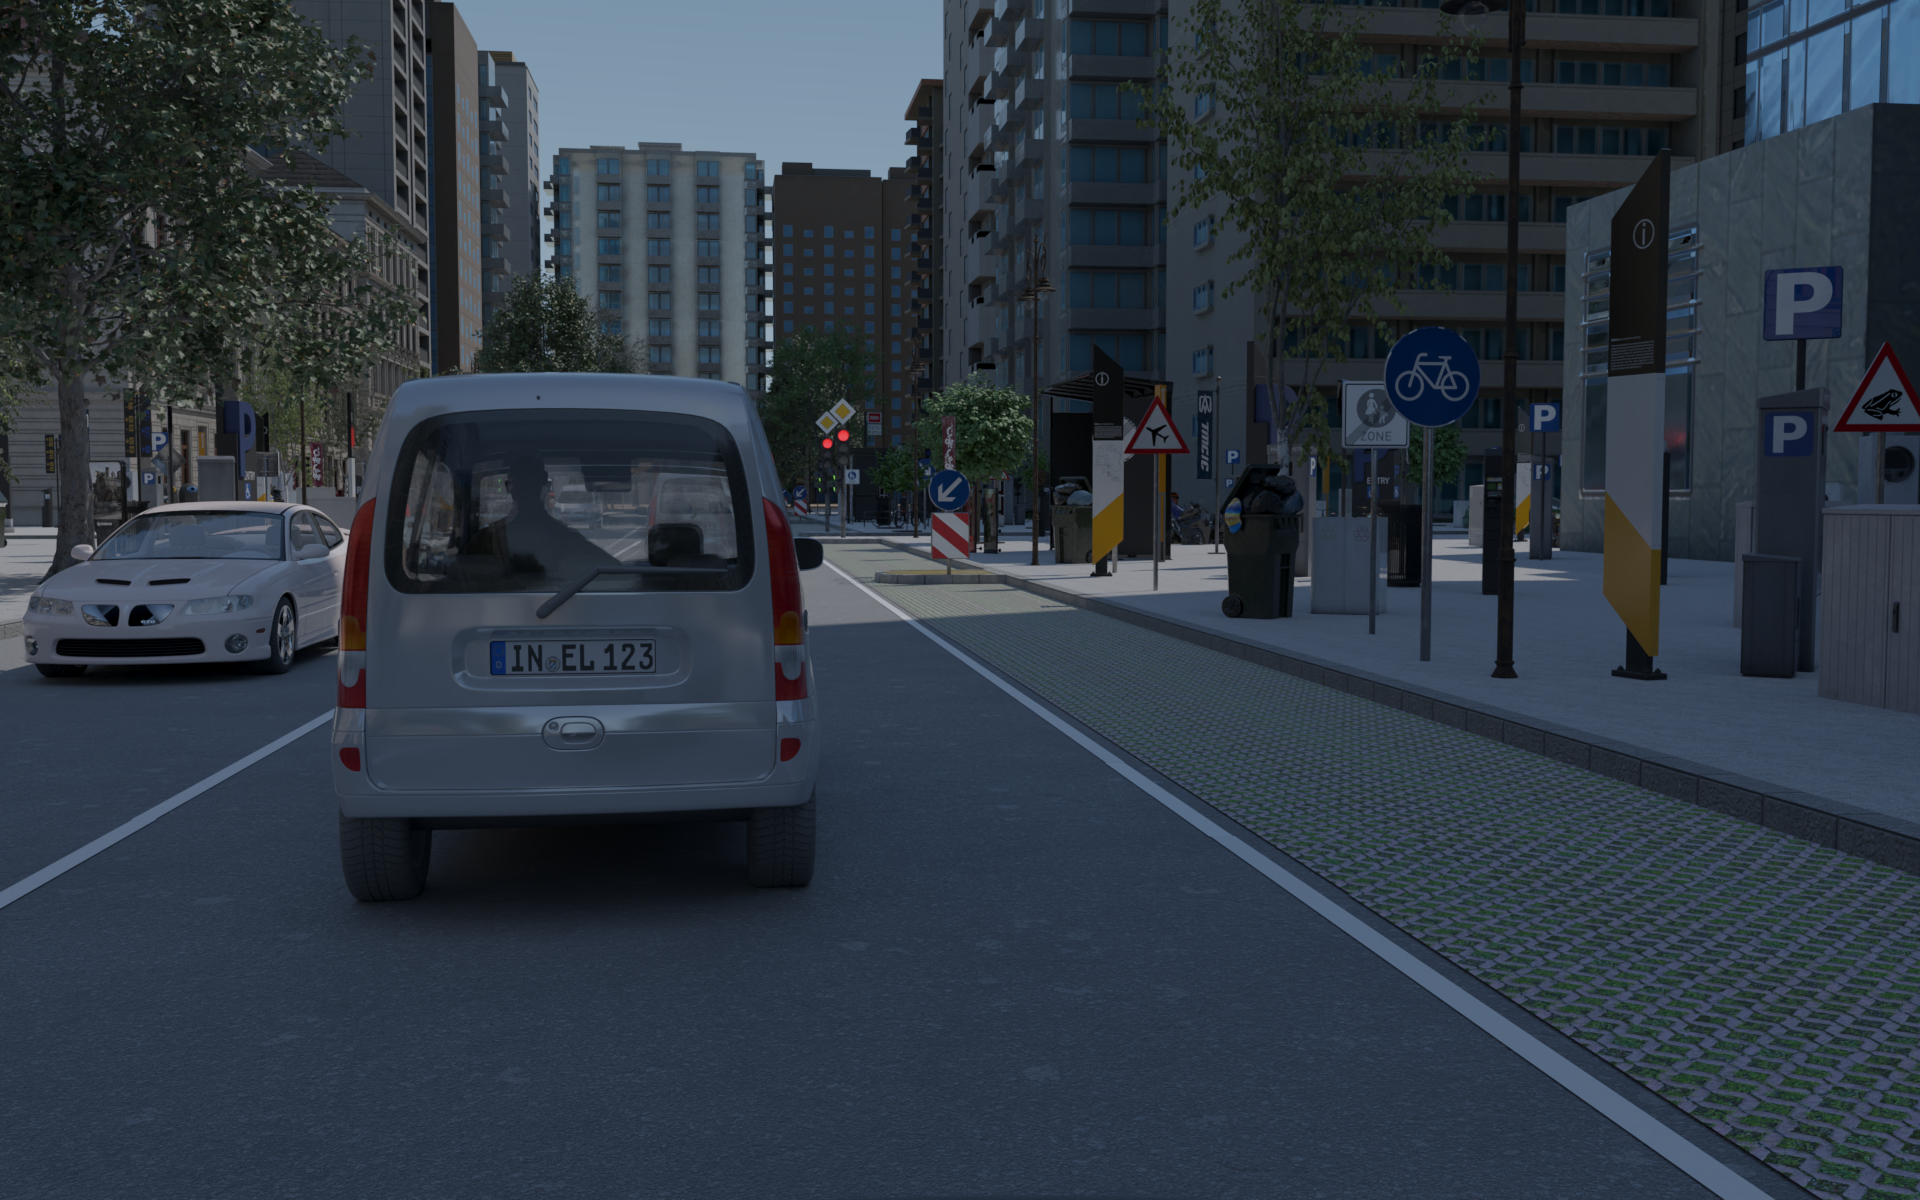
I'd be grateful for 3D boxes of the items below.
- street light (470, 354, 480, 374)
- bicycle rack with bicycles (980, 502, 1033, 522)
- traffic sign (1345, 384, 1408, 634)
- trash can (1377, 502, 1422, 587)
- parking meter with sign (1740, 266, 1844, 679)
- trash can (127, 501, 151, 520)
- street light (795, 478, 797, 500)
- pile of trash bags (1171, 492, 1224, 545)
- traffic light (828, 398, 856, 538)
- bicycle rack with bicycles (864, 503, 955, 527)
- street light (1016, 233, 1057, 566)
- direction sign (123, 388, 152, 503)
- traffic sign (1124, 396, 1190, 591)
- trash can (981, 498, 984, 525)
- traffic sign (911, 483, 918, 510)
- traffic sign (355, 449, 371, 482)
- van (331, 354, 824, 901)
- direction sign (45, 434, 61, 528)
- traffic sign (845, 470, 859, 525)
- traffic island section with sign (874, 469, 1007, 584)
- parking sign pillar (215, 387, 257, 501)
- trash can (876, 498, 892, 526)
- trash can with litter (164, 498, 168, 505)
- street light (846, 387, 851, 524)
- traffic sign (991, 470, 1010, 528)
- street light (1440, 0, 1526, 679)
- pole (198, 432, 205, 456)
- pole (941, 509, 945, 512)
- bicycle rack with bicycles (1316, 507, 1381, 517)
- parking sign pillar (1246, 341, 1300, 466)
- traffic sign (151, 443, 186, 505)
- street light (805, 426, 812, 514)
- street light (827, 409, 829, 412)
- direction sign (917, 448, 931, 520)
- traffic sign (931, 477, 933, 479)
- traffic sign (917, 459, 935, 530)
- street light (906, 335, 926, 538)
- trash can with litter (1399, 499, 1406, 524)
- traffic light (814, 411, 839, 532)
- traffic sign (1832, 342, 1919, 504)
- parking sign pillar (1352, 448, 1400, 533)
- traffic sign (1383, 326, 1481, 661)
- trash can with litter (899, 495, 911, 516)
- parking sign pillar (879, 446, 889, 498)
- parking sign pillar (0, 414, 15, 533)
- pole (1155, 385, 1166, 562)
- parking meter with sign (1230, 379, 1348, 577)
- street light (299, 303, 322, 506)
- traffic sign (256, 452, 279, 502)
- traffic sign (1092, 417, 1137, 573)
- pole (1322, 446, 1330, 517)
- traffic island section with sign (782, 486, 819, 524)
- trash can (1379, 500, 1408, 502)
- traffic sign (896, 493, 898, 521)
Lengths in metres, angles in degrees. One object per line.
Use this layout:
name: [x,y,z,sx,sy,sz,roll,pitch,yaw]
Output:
street light: [-15.994,-5.169,57.297,0.468,5.910,1.993,0,4,-8]
bicycle rack with bicycles: [2.078,-3.980,78.455,2.852,0.926,2.925,3,5,39]
traffic sign: [3.770,-0.835,15.778,0.606,2.300,0.079,0,4,-1]
trash can: [6.150,-0.754,23.985,0.748,1.137,0.748,0,3,0]
parking meter with sign: [6.088,-1.007,12.728,0.543,3.016,1.738,2,4,30]
trash can: [-17.060,-1.470,35.683,0.748,1.137,0.748,0,3,0]
street light: [-12.607,-9.798,132.993,0.468,5.910,1.993,0,4,-8]
pile of trash bags: [6.639,-2.150,44.909,3.447,1.369,1.912,-2,4,-32]
traffic light: [-3.446,-3.778,50.696,0.839,4.253,0.868,0,4,-8]
bicycle rack with bicycles: [-2.273,-3.308,67.467,2.852,0.926,2.925,3,5,44]
street light: [1.349,-3.554,30.890,0.468,5.910,1.993,0,4,-8]
direction sign: [-17.508,-2.749,36.941,0.876,3.537,0.379,2,4,30]
traffic sign: [2.599,-1.403,22.950,0.884,2.594,0.081,0,4,-4]
trash can: [1.198,-3.539,69.514,0.748,1.137,0.748,0,3,0]
traffic sign: [-2.189,-4.659,78.302,0.606,2.300,0.079,0,4,-2]
traffic sign: [-16.815,-2.982,48.865,0.768,2.556,0.104,0,4,-1]
van: [-1.557,-0.034,7.561,2.013,2.044,4.112,-1,4,-9]
direction sign: [-34.247,-4.510,65.733,0.876,3.537,0.379,0,4,3]
traffic sign: [-4.510,-4.302,72.466,0.606,2.300,0.079,0,4,-1]
traffic island section with sign: [-0.371,-1.200,28.242,1.989,1.847,2.006,0,4,-8]
parking sign pillar: [-15.245,-2.939,36.525,1.447,3.967,1.447,0,4,-5]
trash can: [-3.101,-3.599,70.501,0.748,1.137,0.748,0,3,0]
trash can with litter: [-25.944,-2.718,55.834,1.055,1.170,0.624,-2,4,-27]
street light: [-4.830,-6.245,74.898,0.468,5.910,1.993,0,4,-8]
traffic sign: [1.454,-4.022,65.765,0.884,2.594,0.081,0,4,-2]
street light: [3.810,-2.395,11.943,0.468,5.910,1.993,0,4,-8]
pole: [-25.117,-3.889,57.434,0.158,3.312,0.155,0,3,0]
pole: [-0.710,-4.839,72.957,0.158,3.312,0.155,0,3,0]
bicycle rack with bicycles: [10.807,-2.095,47.641,2.852,0.926,2.925,2,4,30]
parking sign pillar: [5.606,-2.602,31.008,1.447,3.967,1.447,3,4,37]
traffic sign: [-17.996,-2.337,39.402,0.795,2.450,0.064,0,4,-3]
street light: [-9.925,-8.643,114.103,0.468,5.910,1.993,0,4,-8]
street light: [-7.214,-7.445,94.511,0.468,5.910,1.993,0,4,-8]
direction sign: [-1.821,-5.759,86.153,0.876,3.537,0.379,-3,4,-38]
traffic sign: [-1.170,-5.023,84.263,0.606,2.300,0.079,0,4,-3]
traffic sign: [-1.270,-3.822,62.594,0.768,2.556,0.104,0,4,-1]
street light: [-1.288,-4.749,50.431,0.468,5.910,1.993,0,4,-8]
trash can with litter: [19.094,-3.861,74.509,1.055,1.170,0.624,3,5,44]
traffic light: [-4.514,-4.262,58.609,0.839,4.253,0.868,0,4,-8]
traffic sign: [7.912,-0.911,14.899,0.884,2.594,0.081,0,4,-2]
parking sign pillar: [12.123,-3.793,50.482,1.447,3.967,1.447,3,4,37]
traffic sign: [3.581,-0.804,13.251,0.768,2.556,0.104,0,4,-7]
trash can with litter: [-3.085,-5.677,103.882,1.678,1.210,2.233,3,4,37]
parking sign pillar: [-4.684,-6.693,97.904,1.447,3.967,1.447,-1,4,-18]
parking sign pillar: [-32.119,-4.206,57.237,1.447,3.967,1.447,-1,4,-20]
pole: [3.756,-2.366,32.532,0.158,3.312,0.155,0,3,0]
parking meter with sign: [5.173,-1.881,27.014,1.738,3.016,0.543,2,4,29]
street light: [-12.616,-3.696,33.219,0.468,5.910,1.993,0,4,-8]
traffic sign: [-16.863,-2.446,42.126,0.606,2.300,0.079,0,4,0]
traffic sign: [2.524,-1.717,28.175,0.768,2.556,0.104,0,4,-4]
pole: [15.274,-4.812,72.511,0.158,3.312,0.155,0,3,0]
traffic island section with sign: [-7.854,-4.592,83.712,1.989,1.847,2.006,0,4,-8]
trash can: [10.891,-1.950,43.541,0.748,1.137,0.748,0,3,0]
traffic sign: [-2.982,-5.014,82.088,0.768,2.556,0.104,0,4,0]
